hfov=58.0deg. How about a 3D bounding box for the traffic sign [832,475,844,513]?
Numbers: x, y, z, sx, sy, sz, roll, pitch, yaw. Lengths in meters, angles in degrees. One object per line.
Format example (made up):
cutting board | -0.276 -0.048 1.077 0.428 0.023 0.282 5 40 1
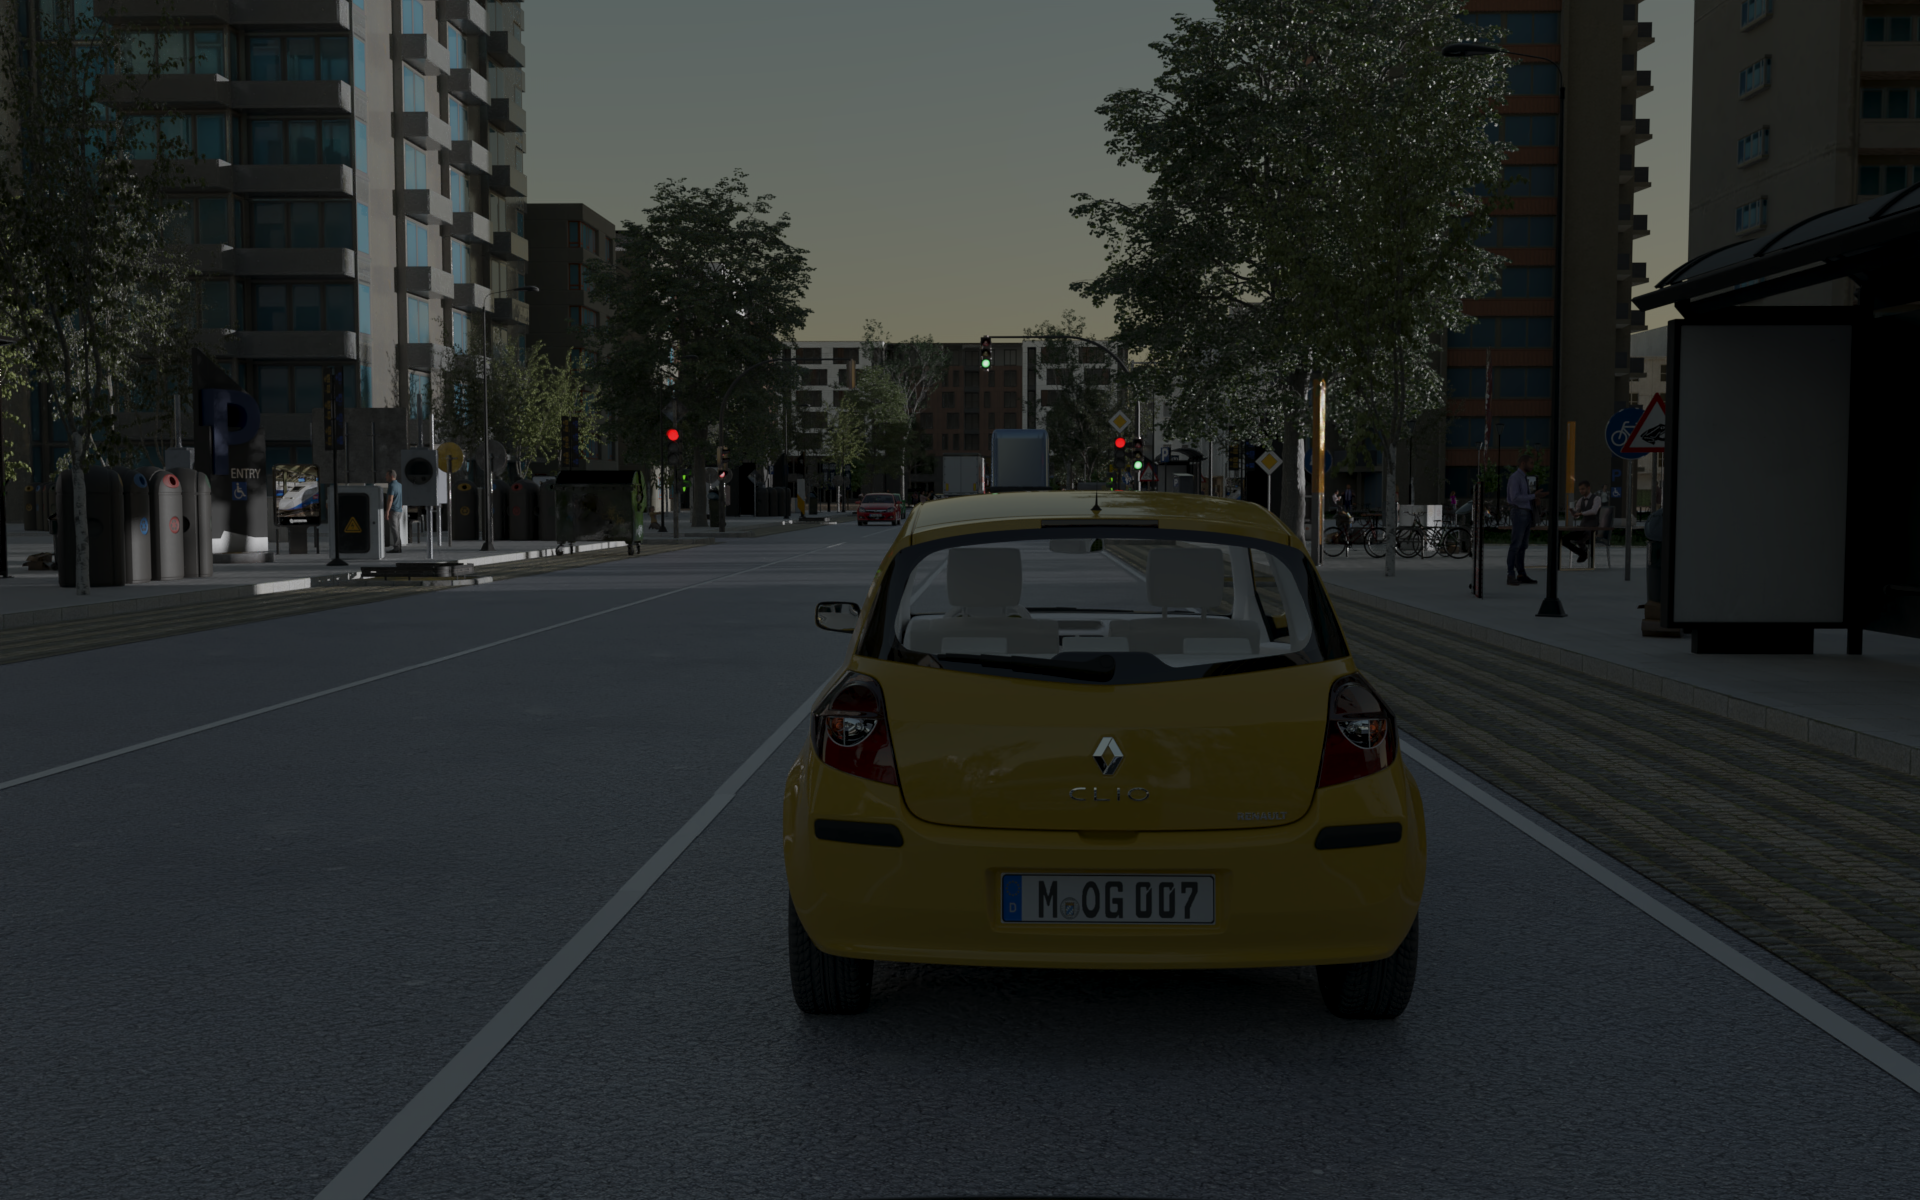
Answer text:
traffic sign | -8.146 -7.062 115.574 0.768 2.556 0.104 0 4 4

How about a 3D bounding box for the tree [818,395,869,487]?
tree | -9.025 -10.957 129.509 4.737 8.622 4.395 0 3 0

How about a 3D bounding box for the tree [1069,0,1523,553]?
tree | 7.125 -7.995 37.369 9.857 13.997 8.962 0 3 0

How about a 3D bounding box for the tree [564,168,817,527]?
tree | -10.348 -9.851 67.715 9.857 13.997 8.962 0 3 0

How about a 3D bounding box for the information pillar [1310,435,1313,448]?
information pillar | 11.822 -4.066 57.830 0.183 3.616 0.504 -1 4 -16

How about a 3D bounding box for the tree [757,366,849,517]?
tree | -8.743 -9.048 98.289 4.360 8.622 3.978 0 3 0

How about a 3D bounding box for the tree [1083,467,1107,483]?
tree | 9.406 -7.789 121.943 1.663 3.219 1.824 0 3 0

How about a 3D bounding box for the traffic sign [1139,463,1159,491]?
traffic sign | 7.811 -4.389 71.765 0.884 2.594 0.081 1 4 11

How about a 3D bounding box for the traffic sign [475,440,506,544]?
traffic sign | -11.040 -2.485 40.743 0.768 2.556 0.104 1 4 8

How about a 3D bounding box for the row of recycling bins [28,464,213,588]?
row of recycling bins | -12.094 -1.119 25.404 1.069 1.692 3.534 0 4 1

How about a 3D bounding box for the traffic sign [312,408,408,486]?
traffic sign | -14.134 -2.871 40.814 2.265 3.308 0.079 0 4 3

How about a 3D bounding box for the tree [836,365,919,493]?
tree | -7.336 -14.317 152.210 7.486 12.596 7.792 0 3 0

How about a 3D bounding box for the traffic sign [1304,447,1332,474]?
traffic sign | 9.543 -2.827 46.320 0.768 2.556 0.104 0 4 3

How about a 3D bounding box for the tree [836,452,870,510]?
tree | -8.763 -9.347 136.534 4.285 4.588 4.351 0 3 0

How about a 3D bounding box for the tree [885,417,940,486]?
tree | -5.824 -16.733 207.994 7.601 10.594 8.767 0 4 -6

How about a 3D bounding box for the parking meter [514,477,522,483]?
parking meter | -15.042 -3.264 59.076 0.255 1.863 0.399 0 4 -1

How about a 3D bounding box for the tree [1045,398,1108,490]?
tree | 12.922 -17.253 199.088 9.611 12.733 9.660 0 3 0

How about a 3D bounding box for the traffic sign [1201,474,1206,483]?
traffic sign | 11.089 -4.962 81.131 0.884 2.594 0.081 0 4 3

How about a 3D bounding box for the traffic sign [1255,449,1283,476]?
traffic sign | 8.741 -3.006 48.883 0.795 2.593 0.064 0 4 5

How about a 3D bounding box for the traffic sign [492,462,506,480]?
traffic sign | -13.503 -3.060 50.136 0.768 2.556 0.104 0 4 6

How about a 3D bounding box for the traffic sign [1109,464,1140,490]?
traffic sign | 11.081 -7.459 115.834 2.265 3.308 0.079 0 4 4

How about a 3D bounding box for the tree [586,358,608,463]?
tree | -19.828 -8.382 87.409 4.737 8.622 4.395 0 3 0

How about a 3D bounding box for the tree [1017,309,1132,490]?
tree | 11.891 -19.519 175.031 12.611 20.169 13.585 0 3 0

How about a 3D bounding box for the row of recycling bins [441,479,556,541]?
row of recycling bins | -12.455 -2.492 47.859 3.534 1.692 1.069 1 4 13

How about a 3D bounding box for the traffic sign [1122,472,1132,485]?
traffic sign | 9.596 -6.026 98.628 0.768 2.556 0.104 0 4 7

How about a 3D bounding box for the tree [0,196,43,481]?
tree | -22.771 -5.449 39.461 4.737 8.622 4.395 0 3 0

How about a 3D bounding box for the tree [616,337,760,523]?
tree | -12.202 -7.747 77.029 4.737 8.622 4.395 0 3 0

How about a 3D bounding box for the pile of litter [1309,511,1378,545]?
pile of litter | 9.849 -1.857 44.323 1.719 0.858 1.176 3 4 36

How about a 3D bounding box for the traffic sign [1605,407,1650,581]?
traffic sign | 9.891 -1.558 25.583 0.768 2.556 0.104 0 4 6

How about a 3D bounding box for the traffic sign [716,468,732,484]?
traffic sign | -11.054 -4.958 81.174 0.768 2.556 0.104 0 4 6

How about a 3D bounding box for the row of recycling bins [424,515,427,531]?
row of recycling bins | -18.410 -3.320 61.389 1.069 1.692 3.534 -1 4 -9

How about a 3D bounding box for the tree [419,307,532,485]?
tree | -19.681 -7.255 68.983 4.360 8.622 3.978 0 3 0

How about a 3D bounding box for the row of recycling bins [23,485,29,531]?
row of recycling bins | -31.434 -3.231 59.946 1.069 1.692 3.534 -3 5 -45

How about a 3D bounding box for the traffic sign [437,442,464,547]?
traffic sign | -12.475 -2.580 42.294 0.768 2.556 0.104 1 4 11

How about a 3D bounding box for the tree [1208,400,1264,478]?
tree | 18.472 -10.050 114.684 4.360 8.622 3.978 0 3 0

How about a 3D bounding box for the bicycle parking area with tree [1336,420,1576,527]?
bicycle parking area with tree | 19.633 -5.012 68.951 8.231 4.147 9.016 -1 4 -20

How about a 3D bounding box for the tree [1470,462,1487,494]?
tree | 27.324 -5.829 89.901 1.663 3.219 1.824 0 3 0

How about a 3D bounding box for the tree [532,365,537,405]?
tree | -20.217 -7.644 75.338 4.360 8.622 3.978 0 3 0

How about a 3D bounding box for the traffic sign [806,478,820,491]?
traffic sign | -9.438 -6.797 111.131 0.884 2.594 0.081 0 4 6

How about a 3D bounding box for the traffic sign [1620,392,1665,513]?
traffic sign | 8.901 -1.359 22.222 0.884 2.594 0.081 0 4 2

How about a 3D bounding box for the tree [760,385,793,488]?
tree | -12.491 -9.769 110.079 4.737 8.622 4.395 0 3 0

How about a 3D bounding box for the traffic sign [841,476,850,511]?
traffic sign | -8.316 -7.648 125.158 0.768 2.556 0.104 0 4 7

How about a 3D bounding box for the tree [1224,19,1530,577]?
tree | 6.467 -4.674 26.779 4.737 8.622 4.395 0 3 0

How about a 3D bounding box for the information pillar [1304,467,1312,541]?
information pillar | 9.595 -2.636 47.595 0.304 2.012 0.304 2 4 28

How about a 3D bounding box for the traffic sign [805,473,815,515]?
traffic sign | -9.295 -6.515 106.621 0.768 2.556 0.104 1 4 9

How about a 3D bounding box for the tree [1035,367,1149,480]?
tree | 9.603 -11.746 126.453 8.767 10.594 7.601 0 4 6

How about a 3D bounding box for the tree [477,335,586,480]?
tree | -20.332 -7.988 80.963 4.737 8.622 4.395 0 3 0

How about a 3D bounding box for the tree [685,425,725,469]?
tree | -18.685 -10.632 124.202 4.360 8.622 3.978 0 3 0

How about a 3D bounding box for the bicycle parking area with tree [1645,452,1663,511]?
bicycle parking area with tree | 41.610 -6.690 96.386 8.231 4.147 9.016 1 4 10

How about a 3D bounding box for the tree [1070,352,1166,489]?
tree | 8.725 -8.520 89.659 4.360 8.622 3.978 0 3 0

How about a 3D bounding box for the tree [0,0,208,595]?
tree | -11.251 -4.354 21.543 4.360 8.622 3.978 0 3 0

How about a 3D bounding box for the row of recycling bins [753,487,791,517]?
row of recycling bins | -10.659 -5.607 98.791 1.069 1.692 3.534 1 4 23

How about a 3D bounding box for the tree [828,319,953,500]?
tree | -7.474 -20.312 187.984 12.611 20.169 13.585 0 3 0

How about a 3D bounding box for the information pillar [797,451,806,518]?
information pillar | -8.690 -6.324 94.758 0.504 3.616 0.183 3 4 36

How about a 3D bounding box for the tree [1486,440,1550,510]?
tree | 20.098 -4.097 61.591 1.663 3.219 1.824 0 3 0

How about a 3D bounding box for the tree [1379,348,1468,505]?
tree | 21.162 -7.955 80.422 4.360 8.622 3.978 0 3 0

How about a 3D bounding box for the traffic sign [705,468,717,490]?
traffic sign | -12.036 -5.098 83.465 0.768 2.556 0.104 1 4 11

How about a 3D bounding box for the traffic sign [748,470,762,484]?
traffic sign | -10.895 -5.638 91.916 0.795 2.593 0.064 0 4 4
